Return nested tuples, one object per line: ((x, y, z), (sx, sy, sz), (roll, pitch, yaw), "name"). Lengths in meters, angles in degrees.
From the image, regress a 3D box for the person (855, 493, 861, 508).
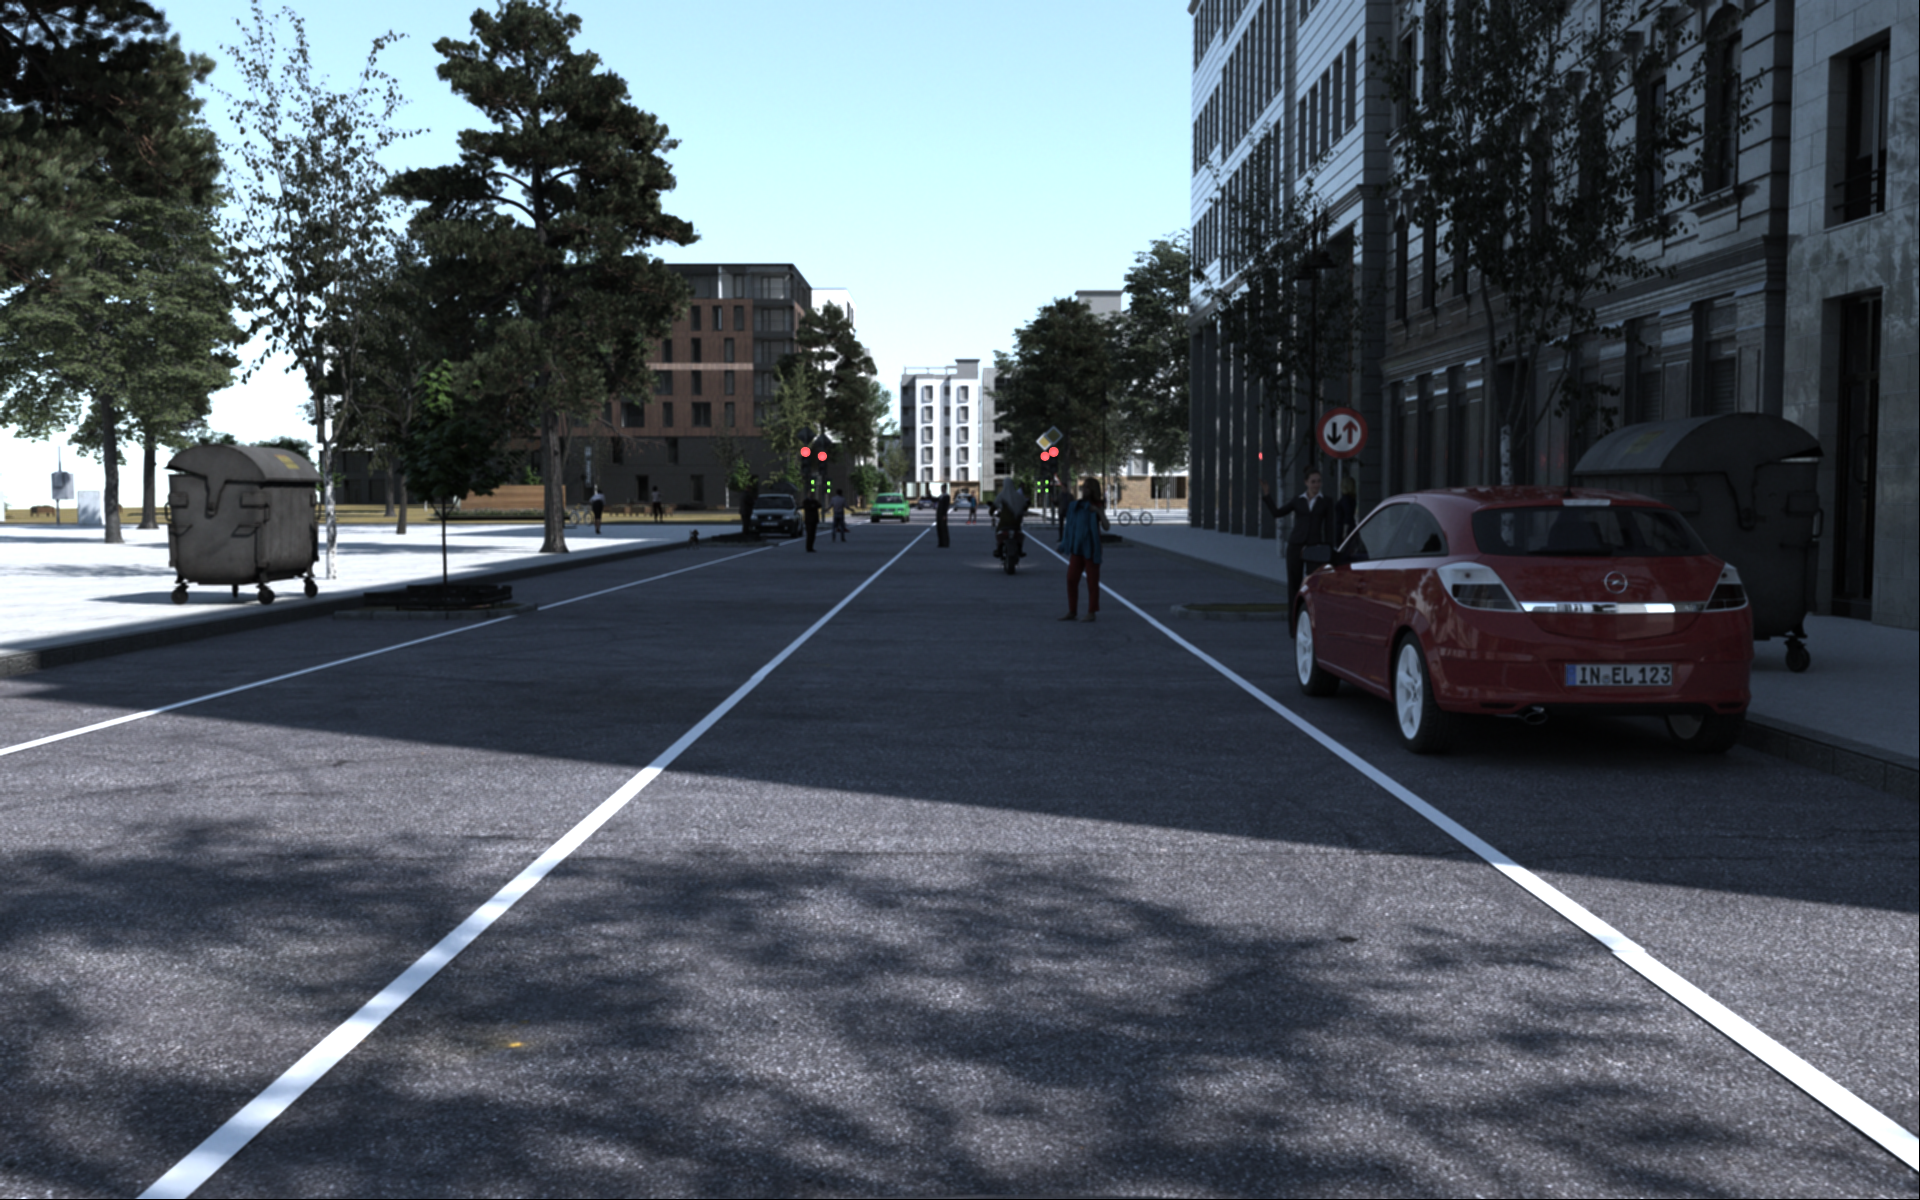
((-9.148, -9.121, 155.623), (0.568, 1.767, 0.683), (0, 4, -3), "person")

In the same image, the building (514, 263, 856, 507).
((-25.202, -19.931, 169.852), (27.936, 21.610, 32.646), (0, 4, 0), "building")

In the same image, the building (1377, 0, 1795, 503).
((13.587, -10.911, 27.542), (9.793, 20.994, 18.267), (0, 4, 0), "building")

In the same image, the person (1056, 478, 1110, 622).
((1.384, -0.565, 19.443), (0.444, 1.614, 0.593), (-2, 4, -24), "person")

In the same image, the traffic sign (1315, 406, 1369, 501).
((5.564, -1.541, 25.303), (0.768, 2.556, 0.104), (0, 4, 3), "traffic sign")

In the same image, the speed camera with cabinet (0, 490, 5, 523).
((-44.182, -5.110, 77.884), (2.038, 3.252, 0.660), (-1, 4, -8), "speed camera with cabinet")

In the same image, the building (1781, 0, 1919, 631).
((14.142, -9.497, 10.029), (10.420, 20.320, 16.860), (0, 4, 0), "building")

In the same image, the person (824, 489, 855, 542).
((-3.633, -2.544, 52.061), (0.963, 1.587, 0.435), (0, 4, -4), "person")

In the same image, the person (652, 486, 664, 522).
((-13.649, -4.329, 78.280), (0.566, 1.644, 0.517), (-2, 4, -32), "person")

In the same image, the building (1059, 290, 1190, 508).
((17.358, -18.927, 165.883), (16.016, 20.091, 11.380), (0, 4, 0), "building")

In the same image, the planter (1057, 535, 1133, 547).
((3.677, -1.614, 47.525), (1.991, 0.319, 1.994), (0, 4, 0), "planter")

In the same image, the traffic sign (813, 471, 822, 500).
((-8.138, -6.010, 98.275), (0.884, 2.594, 0.081), (0, 4, 3), "traffic sign")

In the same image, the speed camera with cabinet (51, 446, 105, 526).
((-36.019, -4.679, 70.841), (2.038, 3.252, 0.660), (0, 4, 3), "speed camera with cabinet")

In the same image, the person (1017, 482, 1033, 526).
((2.225, -3.136, 59.640), (0.599, 1.838, 0.709), (0, 4, -7), "person")

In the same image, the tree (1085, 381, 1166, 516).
((9.492, -9.339, 103.055), (4.360, 8.622, 3.978), (0, 3, 0), "tree")

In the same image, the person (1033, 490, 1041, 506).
((8.477, -11.163, 189.384), (1.217, 1.723, 0.721), (-2, 4, -33), "person")

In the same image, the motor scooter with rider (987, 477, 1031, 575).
((0.928, -1.372, 31.389), (0.876, 1.779, 1.986), (0, 4, -1), "motor scooter with rider")

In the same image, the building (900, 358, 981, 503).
((-2.776, -23.947, 247.951), (11.380, 20.091, 16.016), (0, 4, 0), "building")

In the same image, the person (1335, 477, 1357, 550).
((5.210, -0.880, 22.977), (0.613, 1.512, 0.480), (1, 4, 21), "person")

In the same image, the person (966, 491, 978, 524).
((0.565, -4.466, 83.392), (0.647, 1.594, 0.662), (2, 4, 29), "person")

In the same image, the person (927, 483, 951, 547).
((-0.591, -2.280, 46.578), (0.742, 1.727, 0.445), (1, 4, 20), "person")

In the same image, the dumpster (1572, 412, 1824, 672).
((5.571, -0.452, 13.153), (1.264, 1.857, 1.865), (0, 4, 0), "dumpster")

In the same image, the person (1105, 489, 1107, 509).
((12.225, -8.485, 145.707), (0.436, 1.711, 0.756), (0, 4, -1), "person")

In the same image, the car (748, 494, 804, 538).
((-6.145, -2.912, 57.402), (2.009, 1.686, 4.222), (0, 4, -2), "car")

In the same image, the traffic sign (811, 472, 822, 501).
((-8.072, -5.987, 97.989), (0.768, 2.556, 0.104), (0, 4, 4), "traffic sign")

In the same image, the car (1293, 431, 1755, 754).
((3.345, -0.122, 11.037), (2.155, 1.783, 4.494), (0, 4, -1), "car")

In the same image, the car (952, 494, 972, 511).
((0.362, -8.191, 145.930), (2.014, 1.417, 4.499), (0, 4, -1), "car")

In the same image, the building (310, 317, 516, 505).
((-59.684, -22.593, 213.364), (32.646, 21.610, 27.936), (0, 4, 0), "building")

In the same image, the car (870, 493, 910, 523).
((-3.493, -4.773, 86.826), (1.959, 1.807, 4.718), (0, 4, 2), "car")

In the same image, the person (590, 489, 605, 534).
((-11.668, -2.861, 56.012), (0.628, 1.438, 0.799), (-2, 4, -33), "person")

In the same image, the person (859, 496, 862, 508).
((-8.948, -9.223, 156.932), (0.705, 1.812, 1.348), (0, 4, -5), "person")

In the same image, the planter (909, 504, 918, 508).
((-5.189, -11.384, 207.259), (1.991, 0.319, 1.994), (0, 4, 0), "planter")

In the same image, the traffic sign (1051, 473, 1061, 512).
((5.820, -6.487, 106.066), (0.884, 2.594, 0.081), (0, 4, 5), "traffic sign")

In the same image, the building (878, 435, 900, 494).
((-22.518, -18.527, 245.055), (28.070, 9.664, 9.099), (0, 4, 0), "building")

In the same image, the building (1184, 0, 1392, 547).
((14.152, -16.765, 51.601), (11.434, 29.767, 29.804), (0, 4, 0), "building")

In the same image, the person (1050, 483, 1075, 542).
((3.075, -2.618, 51.837), (0.617, 1.759, 0.750), (2, 4, 25), "person")

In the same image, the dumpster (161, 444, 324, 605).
((-8.561, -0.916, 20.735), (1.264, 1.857, 1.865), (0, 3, 0), "dumpster")

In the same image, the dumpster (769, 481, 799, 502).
((-8.123, -4.522, 79.698), (1.264, 1.857, 1.865), (0, 4, 0), "dumpster")

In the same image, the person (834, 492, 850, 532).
((-4.485, -3.356, 65.232), (0.662, 1.594, 0.647), (-1, 4, -22), "person")

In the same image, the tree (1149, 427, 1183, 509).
((16.790, -11.954, 145.818), (4.737, 8.622, 4.395), (0, 3, 0), "tree")

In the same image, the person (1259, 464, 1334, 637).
((3.352, -0.481, 17.171), (0.742, 1.727, 0.445), (-1, 4, -16), "person")

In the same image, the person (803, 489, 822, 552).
((-3.658, -1.969, 42.964), (0.482, 1.546, 0.388), (-3, 4, -39), "person")

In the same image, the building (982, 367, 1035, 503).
((18.914, -23.412, 249.238), (31.486, 18.905, 16.747), (0, 4, 0), "building")

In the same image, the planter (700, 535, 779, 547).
((-6.037, -1.626, 47.725), (1.991, 0.319, 1.994), (0, 4, 0), "planter")

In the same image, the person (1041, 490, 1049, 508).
((7.776, -9.103, 154.955), (1.350, 1.814, 0.705), (2, 4, 30), "person")

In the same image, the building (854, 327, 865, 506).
((-18.551, -20.588, 193.029), (16.016, 20.091, 11.380), (0, 4, 0), "building")

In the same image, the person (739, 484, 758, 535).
((-6.619, -2.755, 54.227), (0.565, 1.739, 0.600), (3, 5, 43), "person")

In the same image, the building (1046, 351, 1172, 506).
((18.210, -19.624, 187.309), (16.747, 18.905, 31.486), (0, 4, 0), "building")

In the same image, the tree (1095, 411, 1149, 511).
((11.260, -11.256, 134.398), (4.737, 8.622, 4.395), (0, 3, 0), "tree")

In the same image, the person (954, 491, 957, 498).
((-0.588, -11.938, 204.200), (0.721, 1.766, 1.217), (-1, 4, -11), "person")

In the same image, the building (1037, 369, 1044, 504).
((17.795, -21.544, 208.667), (16.016, 20.091, 11.380), (0, 4, 0), "building")

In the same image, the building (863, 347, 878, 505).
((-26.531, -21.460, 217.326), (31.486, 18.905, 16.747), (0, 4, 0), "building")

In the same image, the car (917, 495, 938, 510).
((-2.937, -8.943, 158.801), (1.945, 1.354, 3.894), (0, 4, 2), "car")
